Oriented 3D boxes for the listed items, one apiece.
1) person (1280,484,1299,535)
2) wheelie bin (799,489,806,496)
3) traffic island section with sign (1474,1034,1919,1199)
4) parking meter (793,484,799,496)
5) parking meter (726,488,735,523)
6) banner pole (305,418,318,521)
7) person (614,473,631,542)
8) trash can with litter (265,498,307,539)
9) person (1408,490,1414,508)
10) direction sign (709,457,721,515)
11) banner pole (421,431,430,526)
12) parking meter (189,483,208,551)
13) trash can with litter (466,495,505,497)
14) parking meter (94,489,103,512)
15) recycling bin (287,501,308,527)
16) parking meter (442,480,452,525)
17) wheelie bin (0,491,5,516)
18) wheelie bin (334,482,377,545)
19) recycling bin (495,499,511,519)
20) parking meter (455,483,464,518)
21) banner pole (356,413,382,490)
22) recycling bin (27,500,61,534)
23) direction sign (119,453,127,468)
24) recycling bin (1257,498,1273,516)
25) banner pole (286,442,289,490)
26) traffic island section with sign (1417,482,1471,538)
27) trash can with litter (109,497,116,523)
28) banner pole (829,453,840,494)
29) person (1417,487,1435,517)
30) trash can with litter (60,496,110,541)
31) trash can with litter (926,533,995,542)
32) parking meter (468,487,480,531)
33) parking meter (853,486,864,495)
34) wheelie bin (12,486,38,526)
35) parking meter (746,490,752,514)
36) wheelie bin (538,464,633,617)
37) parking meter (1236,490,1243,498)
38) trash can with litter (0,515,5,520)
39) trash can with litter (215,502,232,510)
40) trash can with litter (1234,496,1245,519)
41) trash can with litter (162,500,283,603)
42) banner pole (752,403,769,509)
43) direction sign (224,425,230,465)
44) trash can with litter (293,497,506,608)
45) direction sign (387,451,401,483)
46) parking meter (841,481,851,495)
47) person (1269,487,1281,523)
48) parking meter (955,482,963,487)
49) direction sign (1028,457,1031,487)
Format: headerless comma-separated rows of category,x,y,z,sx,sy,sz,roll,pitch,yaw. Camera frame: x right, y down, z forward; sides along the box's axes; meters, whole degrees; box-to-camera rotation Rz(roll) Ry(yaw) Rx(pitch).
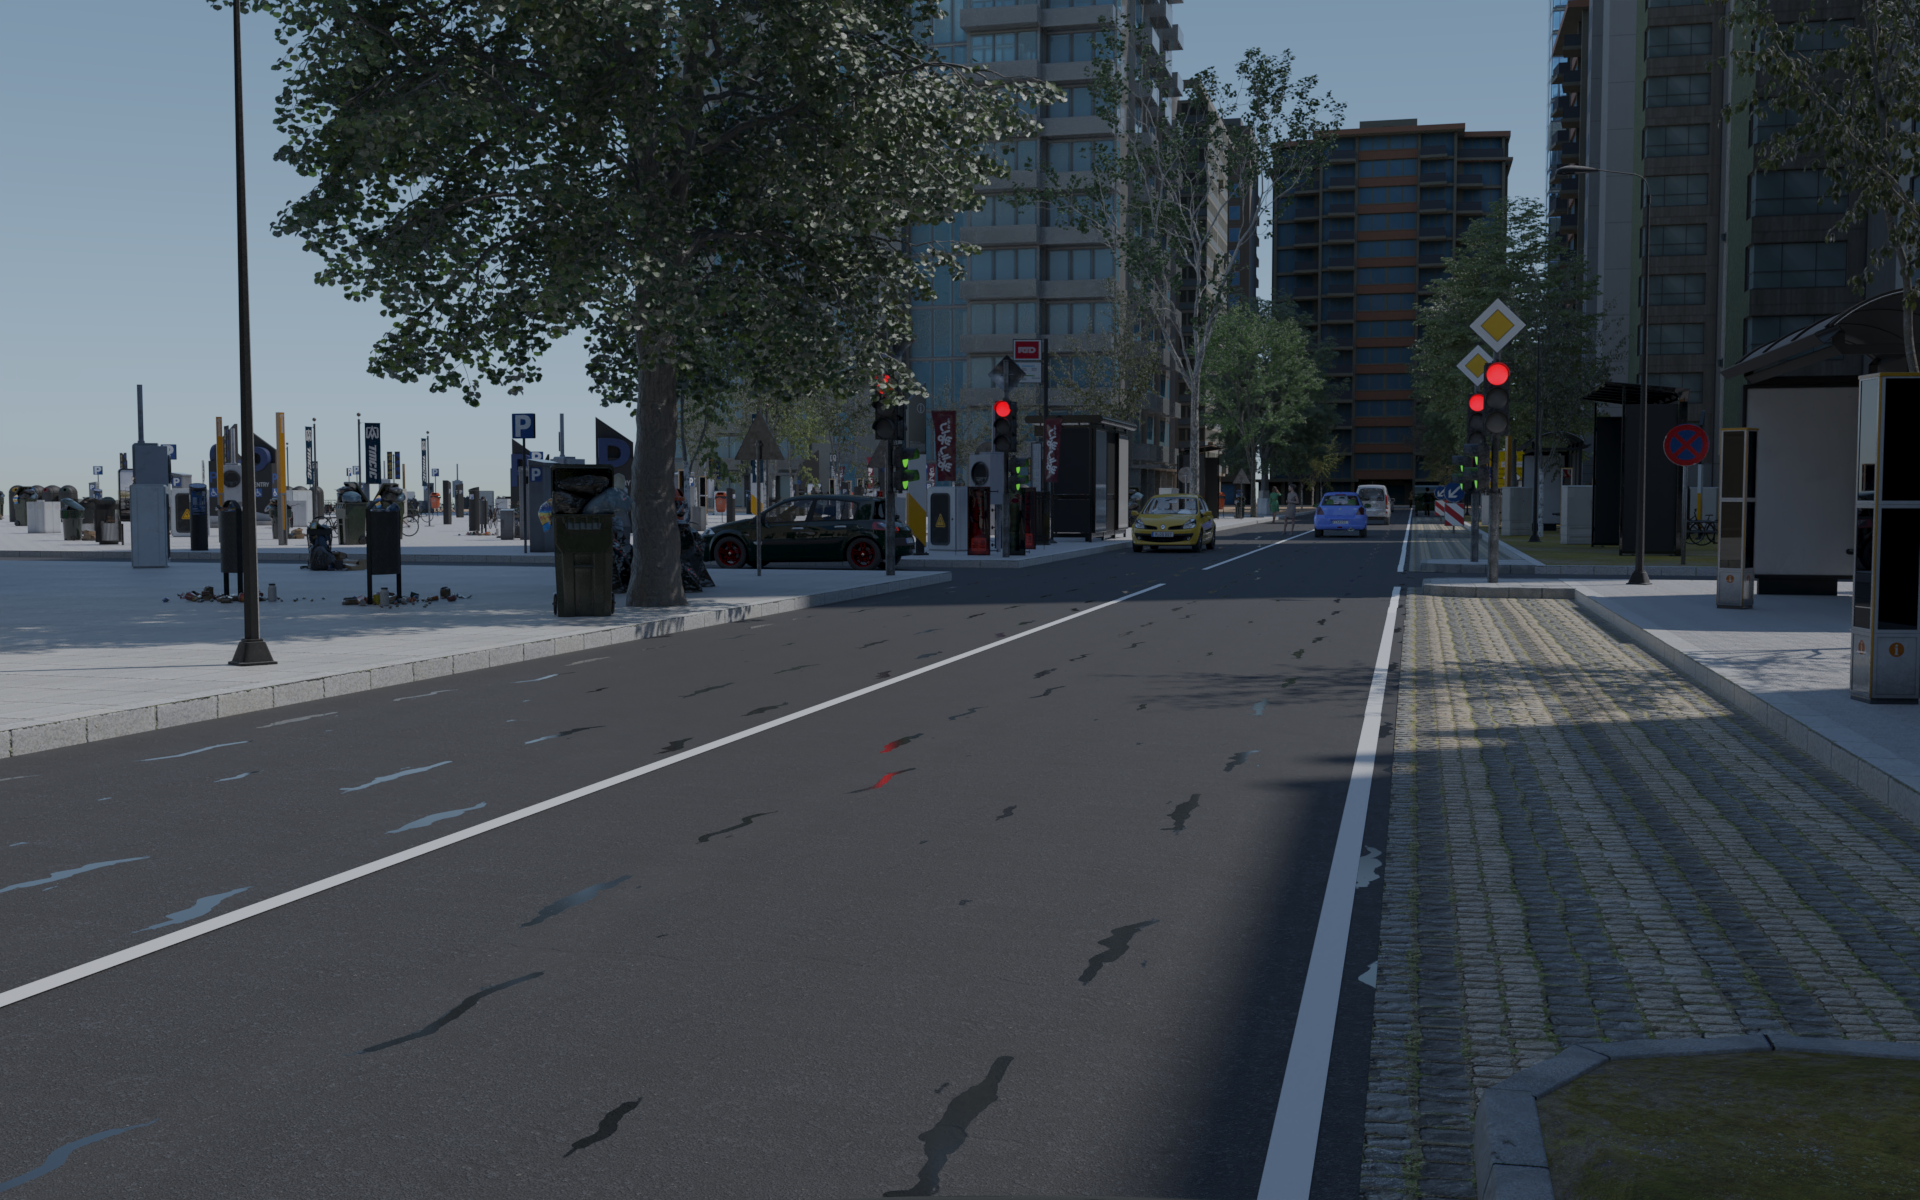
person,11.450,-3.138,60.147,0.374,1.781,0.599,-2,4,-34
wheelie bin,-9.379,-5.723,101.486,0.980,1.594,0.693,-2,4,-31
traffic island section with sign,1.963,0.343,3.019,1.989,1.847,2.006,1,4,15
parking meter,-9.524,-5.772,100.085,0.399,1.863,0.255,3,5,44
parking meter,-9.498,-3.875,71.768,0.372,1.533,0.369,0,3,0
banner pole,-21.157,-4.069,56.549,0.401,3.779,0.863,0,4,7
person,-6.118,-1.363,30.974,0.537,1.800,0.526,1,4,20
trash can with litter,-19.179,-2.319,49.302,0.624,1.170,1.055,2,4,29
person,46.448,-10.376,178.244,0.705,1.812,1.348,3,5,41
direction sign,-15.023,-6.981,106.129,0.379,3.537,0.876,3,5,45
banner pole,-21.081,-4.793,68.385,0.401,3.779,0.863,0,4,7
parking meter,-17.255,-1.886,39.255,0.372,1.533,0.369,0,3,0
trash can with litter,-14.848,-2.629,54.035,1.678,1.210,2.233,-2,4,-29
parking meter,-40.531,-4.469,81.474,0.372,1.533,0.369,0,3,0
recycling bin,-25.817,-3.353,67.382,0.722,1.027,0.722,-2,4,-29
parking meter,-21.595,-4.112,72.938,0.255,1.863,0.399,0,4,4
wheelie bin,-55.620,-5.636,100.048,0.693,1.594,0.980,0,4,-1
wheelie bin,-15.371,-2.191,43.732,0.980,1.594,0.693,3,5,44
recycling bin,-23.605,-4.721,89.746,0.722,1.027,0.722,1,4,14
parking meter,-27.207,-5.409,94.151,0.255,1.863,0.399,3,5,42
banner pole,-18.241,-3.874,53.350,0.863,3.779,0.401,-1,4,-22
recycling bin,-29.971,-2.698,56.668,0.722,1.027,0.722,1,4,17
direction sign,-45.794,-6.292,94.870,0.876,3.537,0.379,3,5,42
recycling bin,18.327,-5.596,104.053,0.722,1.027,0.722,3,5,43
banner pole,-32.646,-5.732,83.739,0.401,3.779,0.863,1,4,19
traffic island section with sign,16.013,-2.932,56.564,1.989,1.847,2.006,1,4,15
trash can with litter,-37.472,-3.979,76.446,0.624,1.170,1.055,-2,4,-35
banner pole,-6.595,-6.230,91.882,0.863,3.779,0.401,2,4,31
person,29.406,-6.175,109.089,1.348,1.869,0.705,-1,4,-18
trash can with litter,-24.190,-2.221,47.694,1.055,1.170,0.624,0,4,5
trash can with litter,0.181,-2.158,46.345,2.233,1.210,1.678,-1,4,-23
parking meter,-16.818,-3.152,59.948,0.372,1.533,0.369,0,3,0
parking meter,-3.309,-2.946,56.572,0.372,1.533,0.369,0,3,0
wheelie bin,-37.356,-3.755,69.303,0.693,1.594,0.980,1,4,16
parking meter,-13.472,-6.251,110.619,0.372,1.533,0.369,0,3,0
wheelie bin,-3.939,-0.633,18.254,0.980,1.594,0.693,-1,4,-13
parking meter,15.935,-5.523,98.704,0.372,1.533,0.369,0,3,0
trash can with litter,-47.821,-4.540,85.612,1.055,1.170,0.624,0,4,-3
trash can with litter,-22.362,-2.574,53.478,1.055,1.170,0.624,-3,5,-45
trash can with litter,14.494,-4.829,90.347,0.624,1.170,1.055,0,4,-7
trash can with litter,-8.891,-0.615,21.116,1.678,1.210,2.233,-3,5,-41
banner pole,-5.468,-3.532,47.765,0.401,3.779,0.863,2,4,34
direction sign,-24.258,-3.998,57.364,0.379,3.537,0.876,-2,4,-31
trash can with litter,-6.500,-0.584,20.599,1.678,1.210,2.233,1,4,22
direction sign,-30.075,-6.118,92.030,0.876,3.537,0.379,2,4,24
parking meter,-5.066,-4.346,76.771,0.399,1.863,0.255,1,4,10
person,15.329,-4.633,84.499,0.600,1.795,0.529,1,4,23
parking meter,-0.059,-5.004,87.521,0.399,1.863,0.255,3,5,41
direction sign,4.371,-7.008,106.581,0.379,3.537,0.876,-1,4,-21
